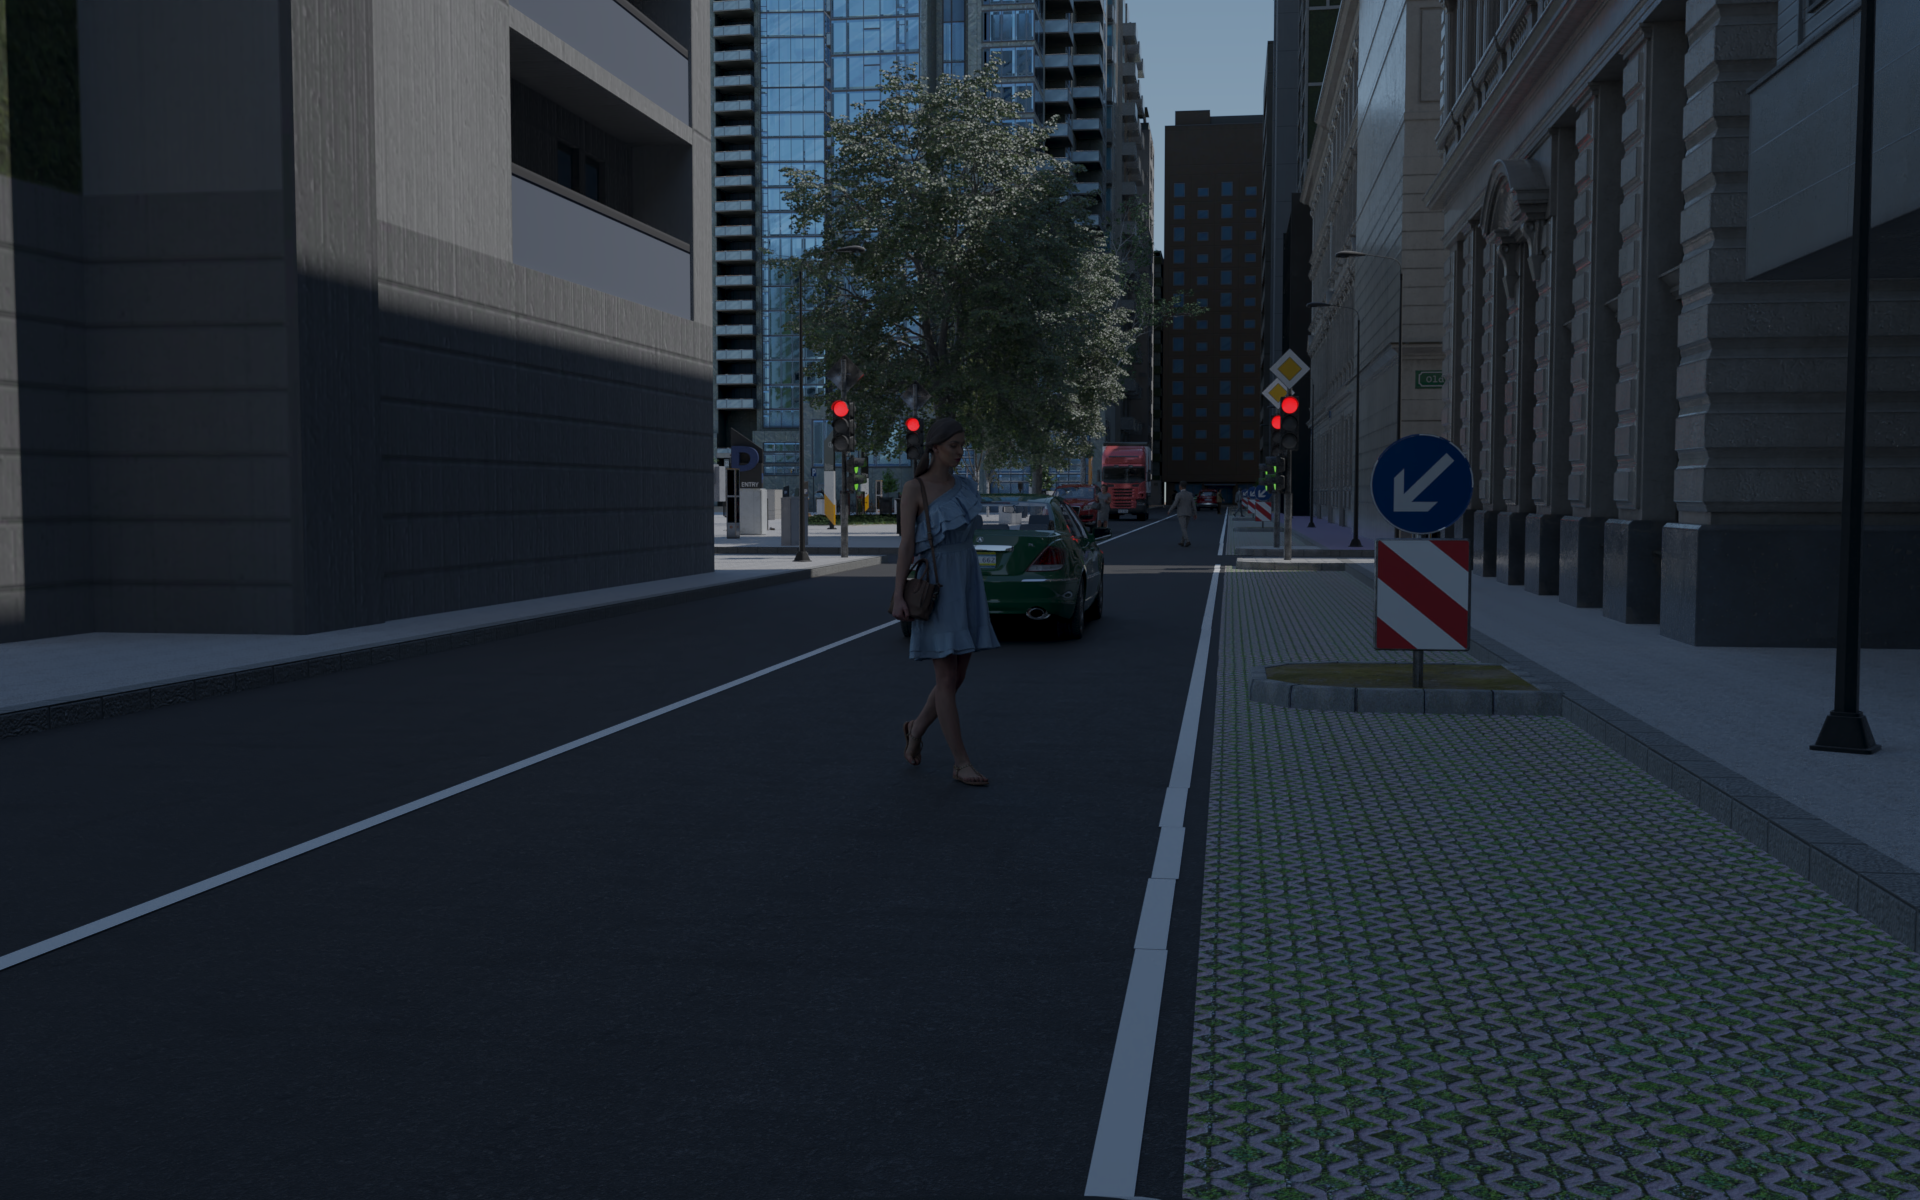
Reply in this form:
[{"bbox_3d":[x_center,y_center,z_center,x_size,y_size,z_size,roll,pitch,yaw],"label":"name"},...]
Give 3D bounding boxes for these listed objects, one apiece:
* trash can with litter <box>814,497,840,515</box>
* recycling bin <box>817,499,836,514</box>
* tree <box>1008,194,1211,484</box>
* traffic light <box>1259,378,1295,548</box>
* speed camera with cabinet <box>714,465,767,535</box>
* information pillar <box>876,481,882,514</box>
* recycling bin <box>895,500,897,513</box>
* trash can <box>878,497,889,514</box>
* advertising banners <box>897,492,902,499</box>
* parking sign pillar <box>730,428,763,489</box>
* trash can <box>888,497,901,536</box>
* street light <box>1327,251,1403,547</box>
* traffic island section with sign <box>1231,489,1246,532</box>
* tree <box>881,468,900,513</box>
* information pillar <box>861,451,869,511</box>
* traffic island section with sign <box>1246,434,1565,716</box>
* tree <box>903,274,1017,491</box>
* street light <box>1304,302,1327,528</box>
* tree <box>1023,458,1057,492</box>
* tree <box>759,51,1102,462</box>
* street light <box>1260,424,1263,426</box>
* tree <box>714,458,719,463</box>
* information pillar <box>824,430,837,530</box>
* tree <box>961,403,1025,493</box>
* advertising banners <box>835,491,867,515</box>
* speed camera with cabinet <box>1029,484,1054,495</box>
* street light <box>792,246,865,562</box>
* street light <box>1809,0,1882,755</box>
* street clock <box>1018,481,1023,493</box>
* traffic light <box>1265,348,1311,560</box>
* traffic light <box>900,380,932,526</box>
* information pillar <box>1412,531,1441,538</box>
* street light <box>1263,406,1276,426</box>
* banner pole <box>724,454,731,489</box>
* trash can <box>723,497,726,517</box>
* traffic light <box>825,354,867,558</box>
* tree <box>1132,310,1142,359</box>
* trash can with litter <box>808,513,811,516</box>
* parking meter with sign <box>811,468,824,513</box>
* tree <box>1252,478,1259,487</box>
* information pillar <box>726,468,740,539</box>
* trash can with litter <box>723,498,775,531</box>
[{"bbox_3d":[-7.658,-5.369,98.840,2.233,1.210,1.678,1,4,17],"label":"trash can with litter"},{"bbox_3d":[-6.357,-4.274,82.438,0.722,1.027,0.722,-2,4,-27],"label":"recycling bin"},{"bbox_3d":[8.986,-15.484,109.052,12.611,20.169,13.585,0,3,0],"label":"tree"},{"bbox_3d":[7.574,-3.211,41.423,0.839,4.253,0.868,1,4,9],"label":"traffic light"},{"bbox_3d":[-7.099,-3.663,54.233,2.038,3.252,0.660,1,4,12],"label":"speed camera with cabinet"},{"bbox_3d":[-4.383,-5.463,93.811,0.304,2.012,0.304,0,4,7],"label":"information pillar"},{"bbox_3d":[-3.284,-5.138,96.554,0.722,1.027,0.722,0,4,-2],"label":"recycling bin"},{"bbox_3d":[-3.534,-4.332,82.482,0.748,1.137,0.748,0,3,0],"label":"trash can"},{"bbox_3d":[-3.198,-7.310,115.709,2.074,3.025,0.090,-1,4,-13],"label":"advertising banners"},{"bbox_3d":[-8.643,-4.998,70.194,1.447,3.967,1.447,0,4,2],"label":"parking sign pillar"},{"bbox_3d":[-1.638,-2.522,52.894,0.748,1.137,0.748,0,3,0],"label":"trash can"},{"bbox_3d":[7.862,-3.709,33.182,1.470,5.913,1.316,1,4,9],"label":"street light"},{"bbox_3d":[11.440,-3.512,66.056,1.989,1.847,2.006,1,4,9],"label":"traffic island section with sign"},{"bbox_3d":[-4.980,-7.531,117.727,1.663,3.219,1.824,0,3,0],"label":"tree"},{"bbox_3d":[-5.038,-6.111,91.270,0.504,3.616,0.183,-3,5,-41],"label":"information pillar"},{"bbox_3d":[3.048,-0.217,12.174,1.989,1.847,2.006,1,4,9],"label":"traffic island section with sign"},{"bbox_3d":[0.379,-6.538,57.257,4.737,8.622,4.395,0,3,0],"label":"tree"},{"bbox_3d":[9.080,-4.248,41.994,1.470,5.913,1.316,1,4,9],"label":"street light"},{"bbox_3d":[4.244,-5.770,88.939,1.663,3.219,1.824,0,3,0],"label":"tree"},{"bbox_3d":[-0.531,-8.740,49.554,9.857,13.997,8.962,0,3,0],"label":"tree"},{"bbox_3d":[20.669,-8.740,115.441,1.470,5.913,1.316,1,4,9],"label":"street light"},{"bbox_3d":[-14.495,-6.615,91.869,4.285,4.588,4.351,0,3,0],"label":"tree"},{"bbox_3d":[-4.709,-4.367,62.750,0.504,3.616,0.183,3,5,39],"label":"information pillar"},{"bbox_3d":[1.793,-8.944,96.593,4.360,8.622,3.978,0,3,0],"label":"tree"},{"bbox_3d":[-5.110,-4.967,77.403,2.074,3.025,0.090,1,4,23],"label":"advertising banners"},{"bbox_3d":[4.880,-6.517,100.892,0.660,3.252,2.038,3,5,44],"label":"speed camera with cabinet"},{"bbox_3d":[-2.465,-3.676,32.638,1.470,5.913,1.316,1,4,9],"label":"street light"},{"bbox_3d":[3.914,-2.206,8.610,1.470,5.913,1.316,1,4,9],"label":"street light"},{"bbox_3d":[3.450,-5.785,99.151,0.358,2.002,0.471,1,4,9],"label":"street clock"},{"bbox_3d":[6.344,-2.729,33.533,0.839,4.253,0.868,1,4,9],"label":"traffic light"},{"bbox_3d":[-1.085,-3.292,42.752,0.839,4.253,0.868,1,4,9],"label":"traffic light"},{"bbox_3d":[6.489,-1.198,24.077,0.304,2.012,0.304,3,5,45],"label":"information pillar"},{"bbox_3d":[16.878,-7.262,91.279,1.470,5.913,1.316,1,4,9],"label":"street light"},{"bbox_3d":[-14.521,-7.255,108.639,0.863,3.779,0.401,3,5,43],"label":"banner pole"},{"bbox_3d":[-12.695,-5.097,94.984,0.748,1.137,0.748,0,3,0],"label":"trash can"},{"bbox_3d":[-2.315,-2.810,34.862,0.839,4.253,0.868,1,4,9],"label":"traffic light"},{"bbox_3d":[3.482,-10.590,79.802,9.857,13.997,8.962,0,3,0],"label":"tree"},{"bbox_3d":[-8.815,-5.146,95.528,0.624,1.170,1.055,-2,4,-26],"label":"trash can with litter"},{"bbox_3d":[-9.152,-7.354,116.496,1.738,3.016,0.543,2,4,28],"label":"parking meter with sign"},{"bbox_3d":[33.271,-12.081,192.126,1.663,3.219,1.824,0,3,0],"label":"tree"},{"bbox_3d":[-6.518,-2.768,49.744,0.304,2.012,0.304,1,4,16],"label":"information pillar"},{"bbox_3d":[-7.410,-3.059,61.072,2.233,1.210,1.678,-2,4,-32],"label":"trash can with litter"}]
